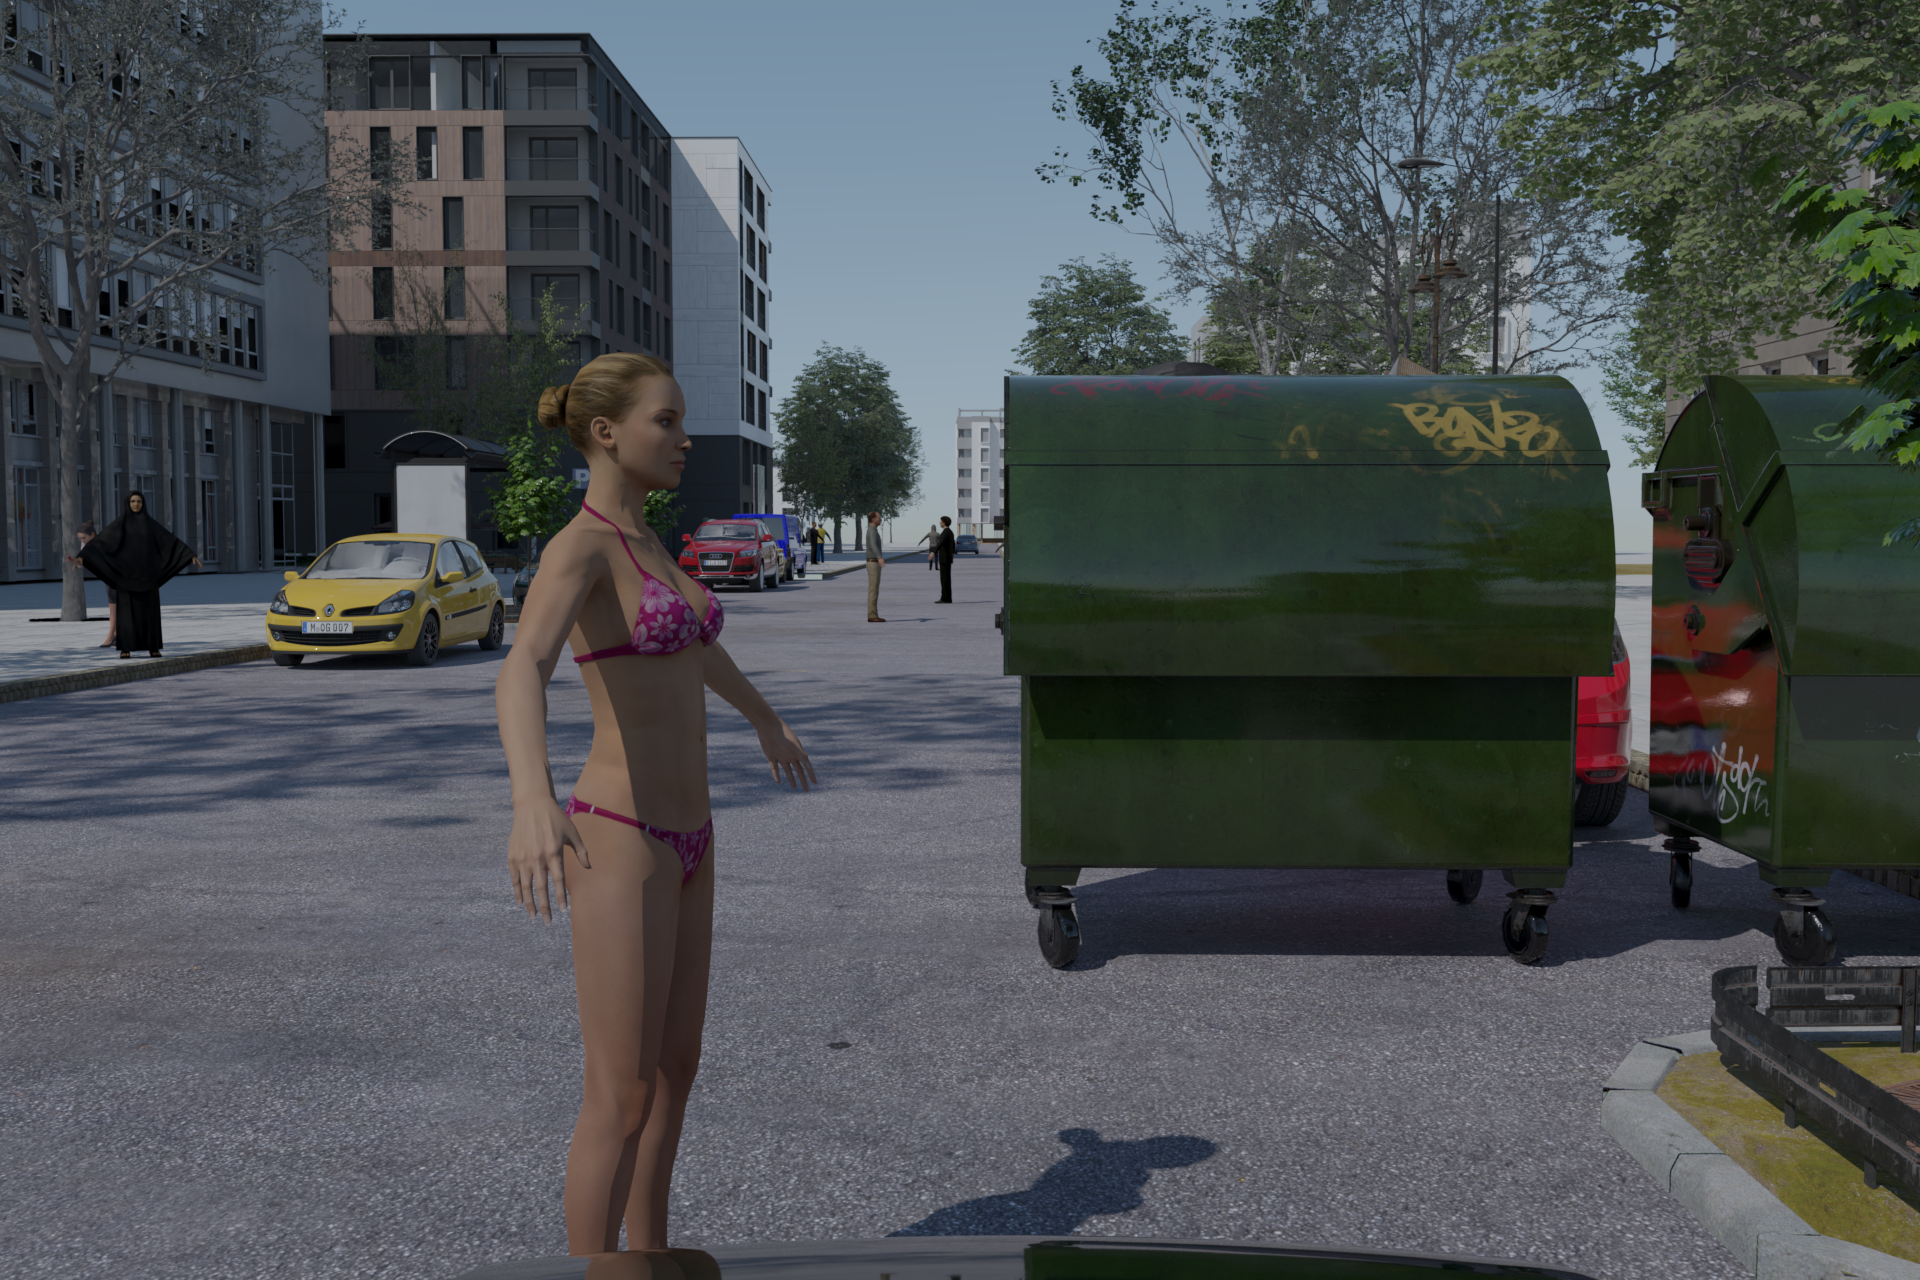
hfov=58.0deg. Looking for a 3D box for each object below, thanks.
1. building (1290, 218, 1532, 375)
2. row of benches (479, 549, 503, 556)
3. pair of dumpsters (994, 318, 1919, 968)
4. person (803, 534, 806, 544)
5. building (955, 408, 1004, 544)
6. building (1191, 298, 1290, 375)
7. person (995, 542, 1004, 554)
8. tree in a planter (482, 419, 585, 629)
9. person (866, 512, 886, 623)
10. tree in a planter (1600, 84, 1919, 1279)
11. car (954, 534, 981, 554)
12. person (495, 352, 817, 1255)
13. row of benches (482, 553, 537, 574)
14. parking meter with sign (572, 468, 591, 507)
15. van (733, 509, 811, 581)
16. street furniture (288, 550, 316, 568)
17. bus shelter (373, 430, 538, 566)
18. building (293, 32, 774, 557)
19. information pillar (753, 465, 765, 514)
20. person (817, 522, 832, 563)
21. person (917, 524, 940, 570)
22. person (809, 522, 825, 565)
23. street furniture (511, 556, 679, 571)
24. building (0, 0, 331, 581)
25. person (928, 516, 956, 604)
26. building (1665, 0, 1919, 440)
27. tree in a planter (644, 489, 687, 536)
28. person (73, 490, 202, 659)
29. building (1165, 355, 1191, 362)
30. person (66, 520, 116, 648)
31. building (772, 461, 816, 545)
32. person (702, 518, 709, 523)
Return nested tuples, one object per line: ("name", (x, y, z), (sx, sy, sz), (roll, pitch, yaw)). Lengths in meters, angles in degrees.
("building", (26.315, -15.548, 110.631), (16.016, 20.090, 11.380), (0, 4, 1))
("row of benches", (-20.354, -3.294, 69.322), (4.104, 0.672, 1.422), (-2, 4, -28))
("pair of dumpsters", (2.338, -0.073, 6.147), (4.436, 2.255, 1.574), (0, 4, 1))
("person", (-6.444, -3.713, 67.436), (0.721, 1.740, 1.216), (3, 5, 44))
("building", (-0.177, -23.920, 249.971), (11.380, 20.090, 16.016), (-1, 4, -9))
("building", (27.836, -16.298, 132.937), (16.747, 18.905, 31.486), (0, 4, 1))
("person", (1.607, -2.418, 48.121), (1.348, 1.813, 0.705), (-2, 4, -29))
("tree in a planter", (-6.722, -1.817, 26.935), (1.991, 3.239, 1.994), (0, 4, 2))
("person", (-1.370, -1.190, 28.184), (0.705, 1.796, 1.348), (0, 4, -6))
("tree in a planter", (2.535, -0.396, 3.692), (1.991, 3.239, 1.994), (0, 4, 1))
("car", (0.457, -6.794, 123.092), (2.014, 1.417, 4.499), (0, 4, 0))
("person", (-0.471, 0.388, 2.916), (0.721, 1.733, 1.217), (1, 4, 11))
("row of benches", (-15.082, -2.534, 56.902), (4.104, 0.672, 1.422), (2, 4, 24))
("parking meter with sign", (-9.977, -3.089, 46.771), (0.543, 3.016, 1.738), (0, 4, 1))
("van", (-6.004, -3.078, 54.716), (2.240, 2.365, 5.245), (0, 4, 1))
("street furniture", (-29.071, -3.160, 67.288), (10.072, 0.657, 5.734), (-1, 4, -15))
("bus shelter", (-10.365, -2.600, 36.438), (2.014, 3.302, 5.546), (0, 4, 1))
("building", (-25.360, -14.891, 87.437), (27.936, 21.610, 32.646), (0, 4, 1))
("information pillar", (-6.871, -4.158, 59.294), (0.184, 3.620, 1.656), (0, 4, 1))
("person", (-6.214, -4.332, 76.792), (1.349, 1.833, 0.705), (-3, 4, -39))
("person", (-1.029, -3.650, 68.260), (1.348, 1.813, 0.705), (1, 4, 8))
("person", (-6.076, -4.050, 72.448), (0.704, 1.802, 1.346), (2, 4, 27))
("street furniture", (-12.859, -2.908, 63.170), (5.734, 0.657, 10.072), (0, 4, 3))
("building", (-32.035, -14.295, 41.326), (19.016, 26.051, 41.698), (0, 4, 1))
("person", (-0.324, -1.659, 35.770), (0.705, 1.806, 1.347), (1, 4, 19))
("building", (26.402, -14.791, 39.090), (12.463, 27.353, 25.104), (0, 4, 1))
("tree in a planter", (-6.581, -2.333, 35.371), (1.991, 3.239, 1.994), (0, 4, 1))
("person", (-8.480, -0.678, 17.871), (1.214, 1.737, 0.721), (-2, 4, -32))
("building", (28.565, -19.167, 179.837), (16.747, 18.905, 31.486), (0, 4, 2))
("person", (-9.712, -0.633, 19.585), (0.628, 1.438, 0.799), (-1, 4, -21))
("building", (-22.171, -16.576, 213.159), (9.099, 9.664, 28.070), (0, 3, 0))
("person", (-8.882, -3.361, 60.739), (0.705, 1.856, 1.354), (0, 4, -4))
